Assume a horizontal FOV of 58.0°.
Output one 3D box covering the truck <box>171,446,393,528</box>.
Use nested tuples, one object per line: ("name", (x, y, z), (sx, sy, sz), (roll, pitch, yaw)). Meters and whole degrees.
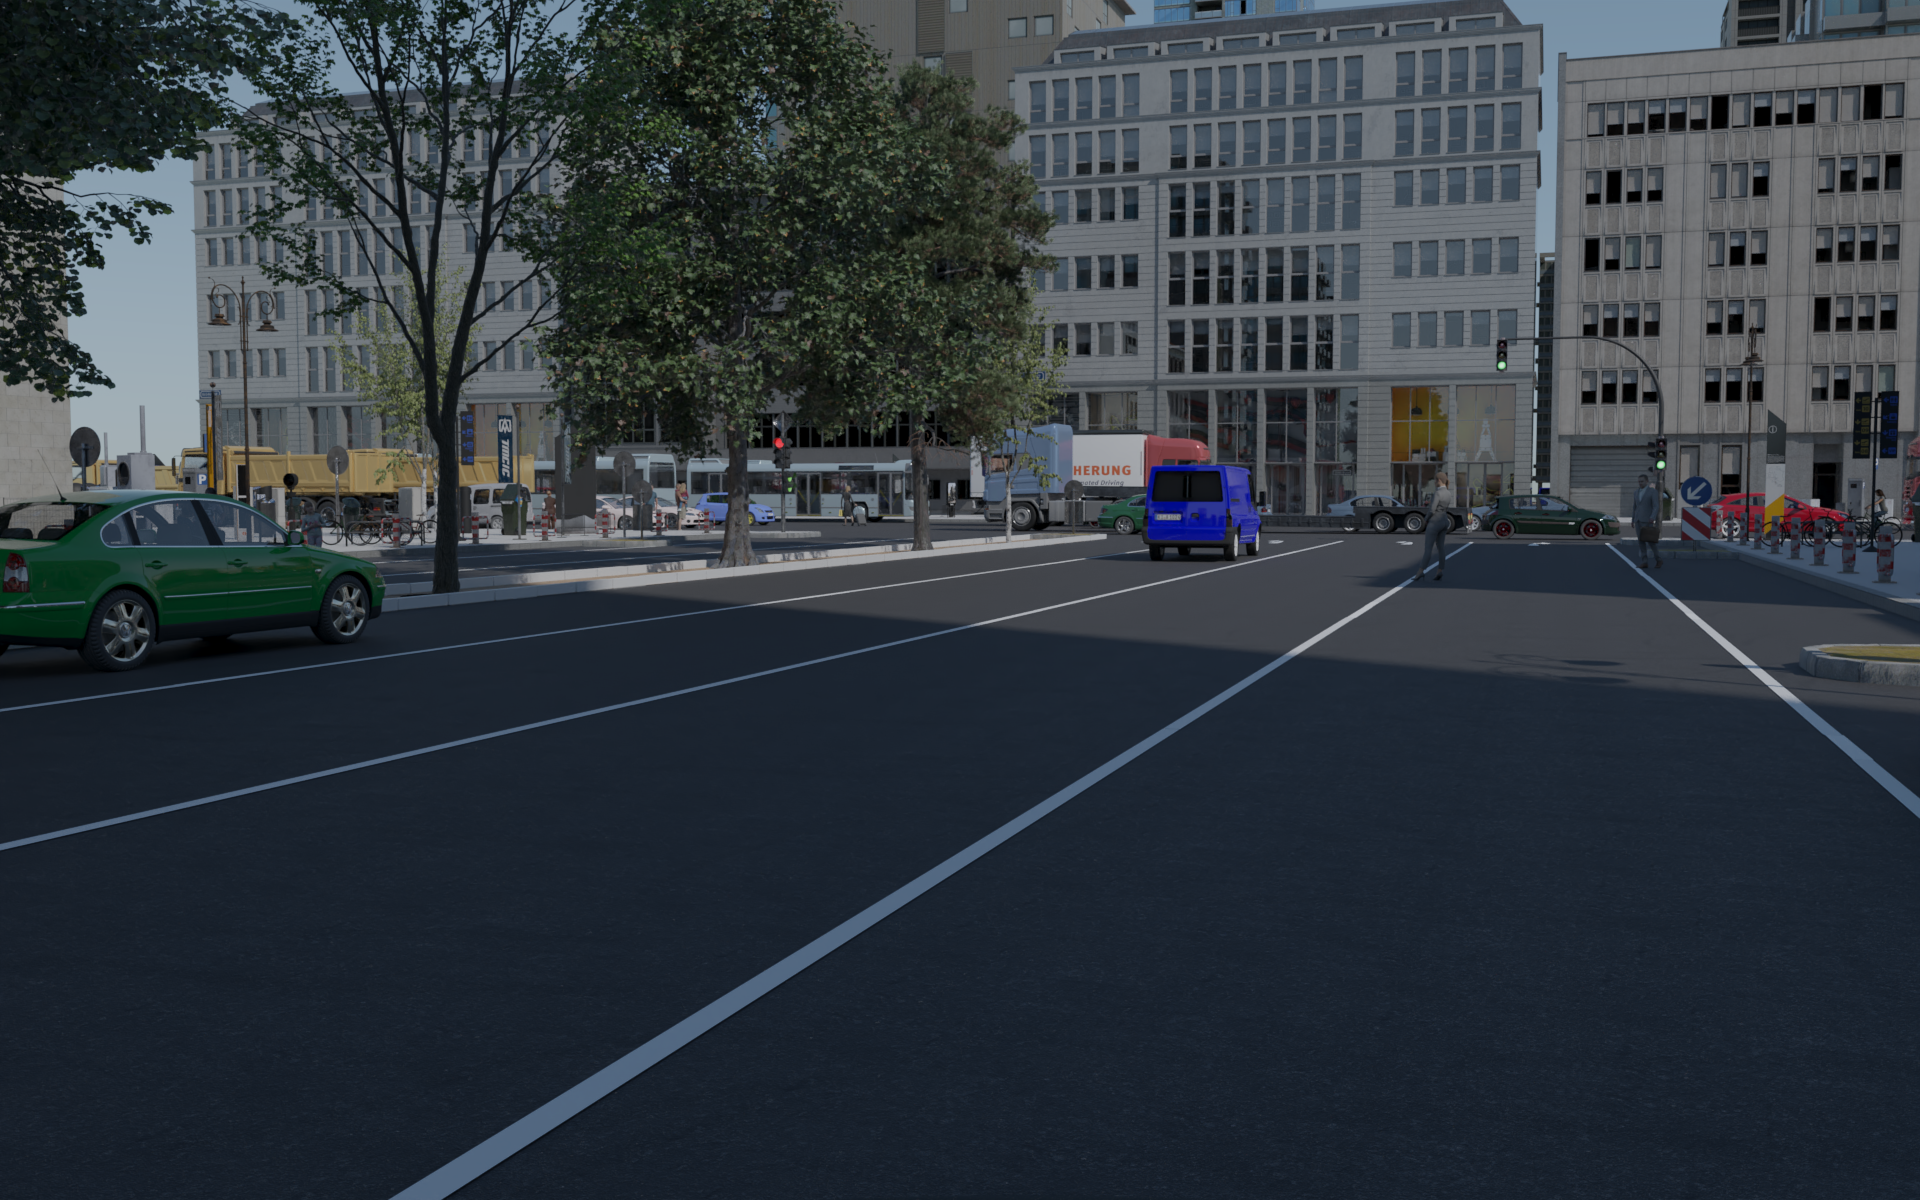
("truck", (-27.693, -4.536, 70.081), (9.791, 3.379, 3.469), (1, 4, 20))

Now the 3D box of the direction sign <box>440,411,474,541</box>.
("direction sign", (-13.685, -3.376, 47.201), (0.876, 3.537, 0.379), (-1, 4, -17))

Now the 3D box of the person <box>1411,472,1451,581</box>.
("person", (7.823, -1.221, 28.744), (0.573, 1.790, 0.520), (2, 4, 27))

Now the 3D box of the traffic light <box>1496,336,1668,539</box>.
("traffic light", (17.856, -4.593, 49.760), (4.771, 5.953, 1.251), (1, 4, 19))

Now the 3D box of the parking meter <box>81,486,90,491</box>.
("parking meter", (-26.118, -2.659, 51.888), (0.372, 1.533, 0.369), (0, 3, 0))

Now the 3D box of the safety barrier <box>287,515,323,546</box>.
("safety barrier", (-14.421, -1.459, 38.137), (0.300, 0.817, 1.120), (1, 4, 19))

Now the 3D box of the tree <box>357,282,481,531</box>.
("tree", (-18.181, -6.659, 59.231), (4.360, 8.622, 3.978), (0, 3, 0))

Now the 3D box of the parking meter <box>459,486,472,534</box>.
("parking meter", (-16.078, -2.931, 56.336), (0.372, 1.533, 0.369), (0, 3, 0))

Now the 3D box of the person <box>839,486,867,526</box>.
("person", (-4.842, -4.215, 77.626), (0.699, 1.804, 1.509), (-2, 4, -33))

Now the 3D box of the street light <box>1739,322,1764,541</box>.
("street light", (21.356, -4.529, 46.845), (0.468, 5.910, 1.993), (1, 4, 19))

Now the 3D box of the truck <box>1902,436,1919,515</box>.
("truck", (42.093, -4.762, 66.775), (11.283, 4.237, 2.839), (1, 4, 19))

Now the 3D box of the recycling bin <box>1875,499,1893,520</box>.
("recycling bin", (45.791, -4.484, 85.872), (0.722, 1.027, 0.722), (1, 4, 16))

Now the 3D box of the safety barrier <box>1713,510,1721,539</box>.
("safety barrier", (21.577, -2.137, 49.207), (0.300, 0.817, 1.120), (1, 4, 19))

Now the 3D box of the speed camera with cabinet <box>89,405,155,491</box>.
("speed camera with cabinet", (-18.877, -2.730, 38.973), (2.038, 3.252, 0.660), (3, 4, 39))

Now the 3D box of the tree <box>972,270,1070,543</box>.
("tree", (1.354, -5.889, 49.097), (4.737, 8.622, 4.395), (0, 3, 0))

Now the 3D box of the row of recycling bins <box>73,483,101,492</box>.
("row of recycling bins", (-31.874, -3.482, 64.040), (1.069, 1.692, 3.534), (0, 4, 7))

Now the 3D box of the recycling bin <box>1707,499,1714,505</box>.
("recycling bin", (39.220, -4.722, 89.767), (0.722, 1.027, 0.722), (-2, 4, -28))

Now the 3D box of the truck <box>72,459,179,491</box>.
("truck", (-46.516, -6.205, 97.370), (9.791, 3.379, 3.469), (1, 4, 20))

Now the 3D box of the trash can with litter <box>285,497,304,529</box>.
("trash can with litter", (-24.391, -3.181, 63.398), (0.624, 1.170, 1.055), (0, 4, -6))

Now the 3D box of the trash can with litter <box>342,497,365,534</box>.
("trash can with litter", (-19.661, -2.750, 56.347), (0.624, 1.170, 1.055), (-3, 5, -42))

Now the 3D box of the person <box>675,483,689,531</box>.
("person", (-10.182, -3.349, 63.234), (0.580, 1.828, 0.573), (1, 4, 19))

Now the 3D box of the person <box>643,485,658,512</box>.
("person", (-12.592, -3.775, 70.349), (0.598, 1.807, 0.434), (0, 4, -3))

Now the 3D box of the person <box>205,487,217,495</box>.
("person", (-13.388, -1.236, 30.919), (0.590, 1.554, 0.614), (3, 5, 42))

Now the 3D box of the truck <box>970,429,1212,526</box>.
("truck", (6.135, -5.381, 76.891), (11.283, 4.237, 2.839), (1, 4, 17))

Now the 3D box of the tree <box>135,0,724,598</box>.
("tree", (-7.049, -5.825, 23.453), (9.928, 11.665, 9.643), (0, 3, 0))

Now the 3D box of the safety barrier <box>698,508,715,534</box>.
("safety barrier", (-8.237, -2.572, 56.327), (0.300, 0.817, 1.120), (1, 4, 19))

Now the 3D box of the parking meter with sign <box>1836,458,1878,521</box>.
("parking meter with sign", (43.597, -5.382, 84.249), (1.738, 3.016, 0.543), (3, 5, 42))

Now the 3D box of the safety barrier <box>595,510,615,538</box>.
("safety barrier", (-10.297, -2.201, 50.269), (0.300, 0.817, 1.120), (1, 4, 19))

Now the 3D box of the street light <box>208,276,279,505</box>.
("street light", (-15.205, -3.921, 36.889), (0.468, 5.910, 1.993), (1, 4, 19))

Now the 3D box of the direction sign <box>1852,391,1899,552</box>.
("direction sign", (20.178, -2.827, 38.226), (0.876, 3.537, 0.379), (2, 4, 29))

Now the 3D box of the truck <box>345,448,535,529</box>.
("truck", (-23.059, -4.767, 73.869), (9.791, 3.379, 3.469), (1, 4, 17))

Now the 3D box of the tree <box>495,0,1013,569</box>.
("tree", (-4.214, -6.936, 32.863), (9.611, 12.733, 9.660), (0, 3, 0))

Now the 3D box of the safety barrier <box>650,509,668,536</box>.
("safety barrier", (-9.266, -2.387, 53.300), (0.300, 0.817, 1.120), (1, 4, 19))

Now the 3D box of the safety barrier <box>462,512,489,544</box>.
("safety barrier", (-12.363, -1.830, 44.192), (0.300, 0.817, 1.120), (1, 4, 19))

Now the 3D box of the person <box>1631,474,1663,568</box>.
("person", (13.227, -1.518, 33.448), (0.853, 1.813, 0.709), (-2, 4, -35))

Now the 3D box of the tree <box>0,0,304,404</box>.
("tree", (-10.353, -6.413, 13.969), (9.857, 13.997, 8.962), (0, 3, 0))

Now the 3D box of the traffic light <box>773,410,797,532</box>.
("traffic light", (-5.908, -4.221, 57.938), (0.839, 4.253, 0.868), (1, 4, 19))

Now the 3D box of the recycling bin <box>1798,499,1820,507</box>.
("recycling bin", (41.279, -4.385, 84.254), (0.722, 1.027, 0.722), (-2, 4, -30))

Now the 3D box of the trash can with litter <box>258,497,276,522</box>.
("trash can with litter", (-15.857, -1.803, 40.534), (1.678, 1.210, 2.233), (1, 4, 17))

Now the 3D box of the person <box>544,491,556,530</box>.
("person", (-15.336, -3.302, 64.756), (0.482, 1.546, 0.388), (0, 4, 2))

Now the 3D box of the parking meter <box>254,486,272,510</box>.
("parking meter", (-20.541, -2.620, 51.247), (0.372, 1.533, 0.369), (0, 3, 0))

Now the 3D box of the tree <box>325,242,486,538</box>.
("tree", (-15.828, -6.111, 50.282), (4.737, 8.622, 4.395), (0, 3, 0))

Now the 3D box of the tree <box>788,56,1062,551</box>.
("tree", (-1.013, -7.195, 42.158), (6.751, 12.117, 7.091), (0, 3, 0))

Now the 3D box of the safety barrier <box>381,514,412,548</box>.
("safety barrier", (-13.391, -1.645, 41.164), (0.300, 0.817, 1.120), (1, 4, 19))

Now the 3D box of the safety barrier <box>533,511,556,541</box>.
("safety barrier", (-11.323, -2.016, 47.240), (0.300, 0.817, 1.120), (1, 4, 19))

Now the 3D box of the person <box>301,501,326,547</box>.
("person", (-11.682, -1.137, 31.369), (0.425, 1.301, 0.394), (-3, 5, -45))

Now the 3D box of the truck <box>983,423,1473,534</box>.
("truck", (9.406, -4.596, 64.903), (18.799, 4.110, 2.967), (1, 4, 20))

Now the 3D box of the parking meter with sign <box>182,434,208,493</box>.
("parking meter with sign", (-22.341, -3.327, 50.661), (1.738, 3.016, 0.543), (2, 4, 33))
